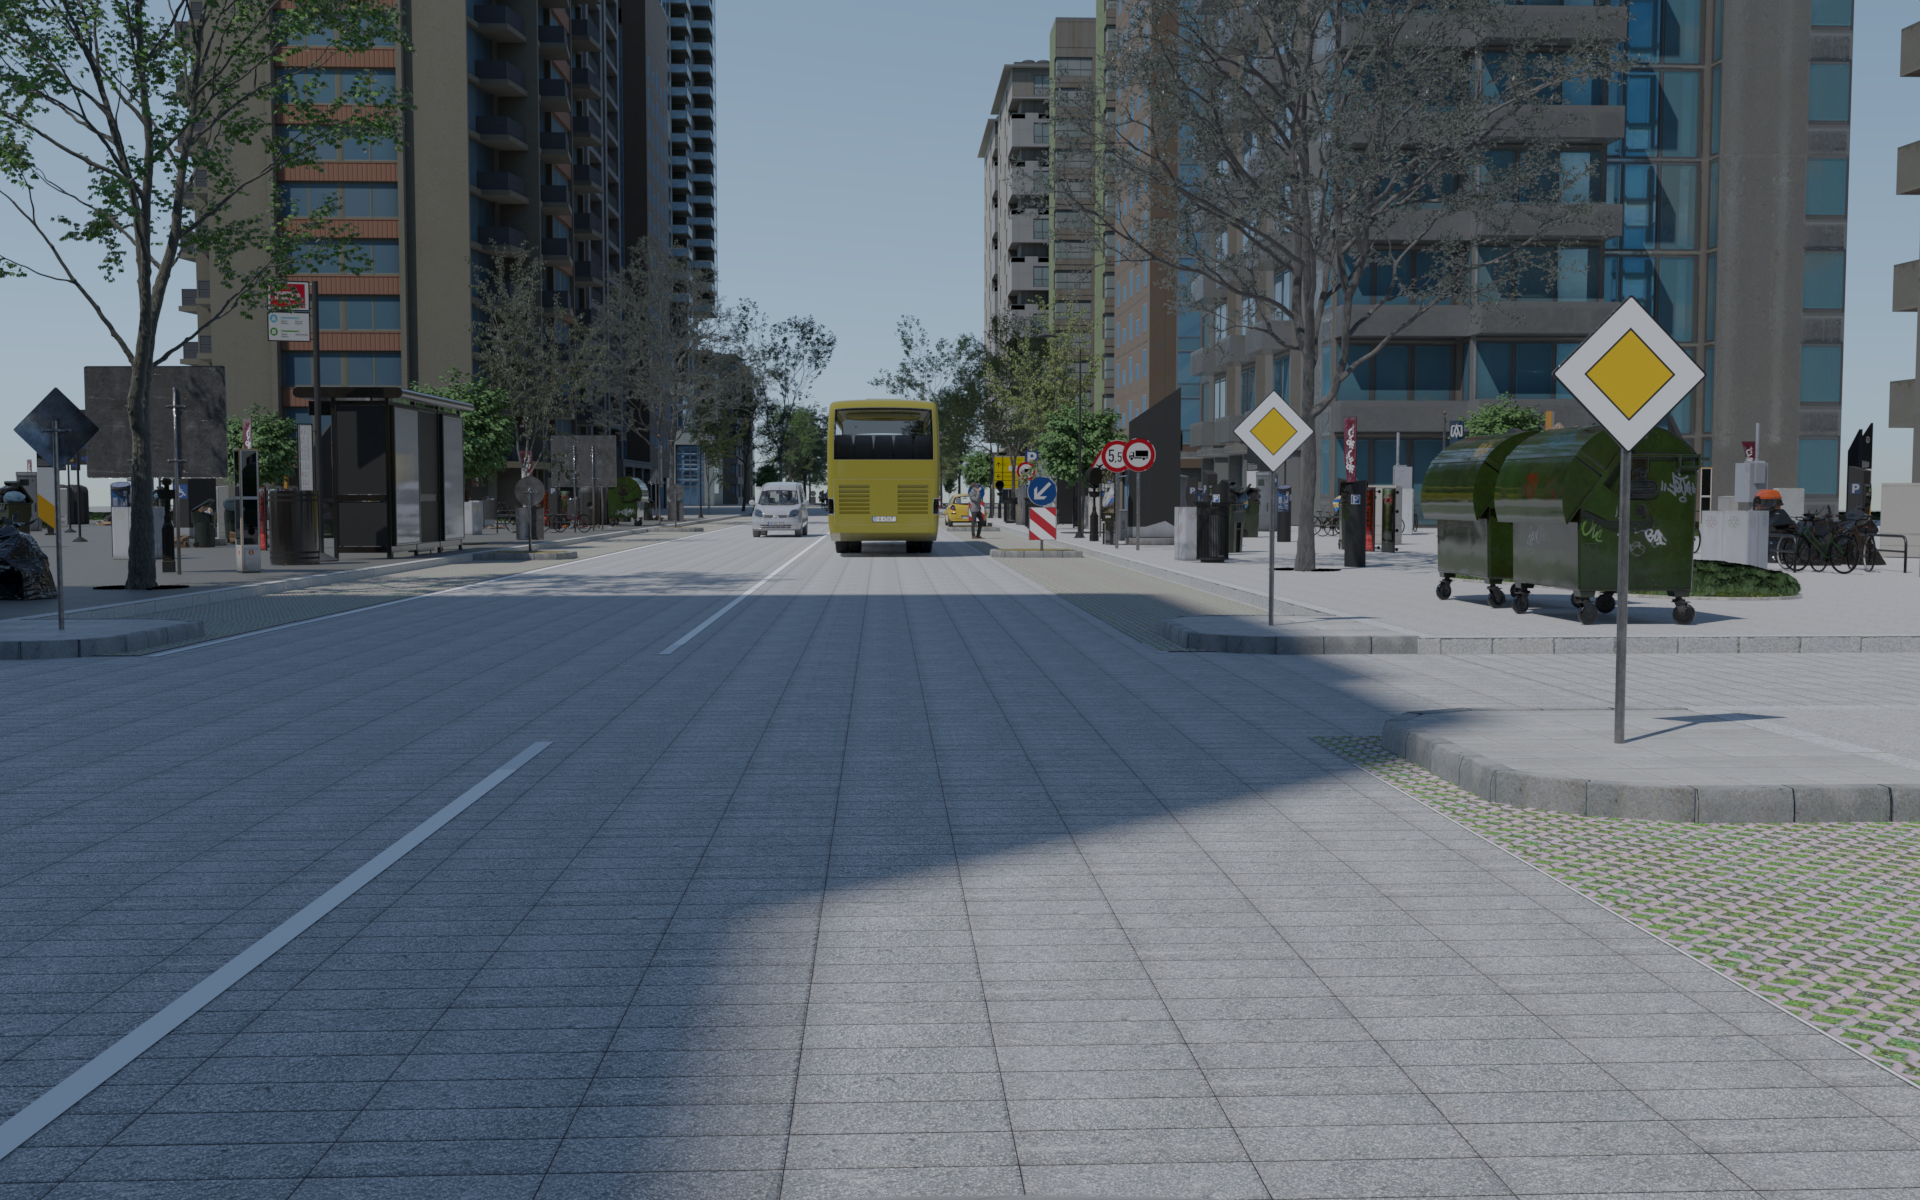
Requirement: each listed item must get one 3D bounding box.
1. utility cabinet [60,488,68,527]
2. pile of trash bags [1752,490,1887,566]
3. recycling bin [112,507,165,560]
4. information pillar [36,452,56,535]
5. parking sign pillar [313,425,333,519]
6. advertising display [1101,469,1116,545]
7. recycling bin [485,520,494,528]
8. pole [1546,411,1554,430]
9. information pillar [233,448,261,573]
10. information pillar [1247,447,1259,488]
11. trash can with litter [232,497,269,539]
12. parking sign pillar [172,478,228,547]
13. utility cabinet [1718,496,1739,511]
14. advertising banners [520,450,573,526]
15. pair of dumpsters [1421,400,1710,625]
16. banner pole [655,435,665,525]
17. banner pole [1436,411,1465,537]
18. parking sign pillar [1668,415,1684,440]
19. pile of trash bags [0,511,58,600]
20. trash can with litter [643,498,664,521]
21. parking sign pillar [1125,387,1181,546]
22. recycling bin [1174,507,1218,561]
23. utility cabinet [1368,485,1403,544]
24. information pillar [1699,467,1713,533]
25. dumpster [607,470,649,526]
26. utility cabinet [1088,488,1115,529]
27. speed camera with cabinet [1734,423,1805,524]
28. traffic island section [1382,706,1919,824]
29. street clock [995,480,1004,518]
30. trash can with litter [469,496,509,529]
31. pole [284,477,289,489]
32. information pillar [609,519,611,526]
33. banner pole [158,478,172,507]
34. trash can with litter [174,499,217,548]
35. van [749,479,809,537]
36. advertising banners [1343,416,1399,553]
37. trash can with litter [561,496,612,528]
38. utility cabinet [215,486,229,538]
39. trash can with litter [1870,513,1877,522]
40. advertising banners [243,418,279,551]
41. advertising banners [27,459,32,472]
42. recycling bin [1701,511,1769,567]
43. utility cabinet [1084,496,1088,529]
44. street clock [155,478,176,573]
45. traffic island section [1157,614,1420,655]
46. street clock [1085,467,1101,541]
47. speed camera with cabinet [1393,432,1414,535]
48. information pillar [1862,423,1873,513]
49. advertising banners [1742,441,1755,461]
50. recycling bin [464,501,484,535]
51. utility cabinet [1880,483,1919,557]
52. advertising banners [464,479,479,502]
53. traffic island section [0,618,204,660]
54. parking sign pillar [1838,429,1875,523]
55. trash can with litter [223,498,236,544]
[{"bbox_3d":[-35.326,-3.583,67.258,1.173,1.500,0.318,-1,4,-21],"label":"utility cabinet"},{"bbox_3d":[15.790,-1.395,32.561,1.912,1.369,3.447,0,4,0],"label":"pile of trash bags"},{"bbox_3d":[-16.137,-1.314,34.045,0.722,1.027,0.722,0,4,3],"label":"recycling bin"},{"bbox_3d":[-28.470,-3.829,53.953,0.504,3.616,0.183,-2,4,-29],"label":"information pillar"},{"bbox_3d":[-24.706,-4.786,66.718,1.447,3.967,1.447,1,4,9],"label":"parking sign pillar"},{"bbox_3d":[3.773,-2.351,43.647,0.123,1.923,0.974,-1,4,-15],"label":"advertising display"},{"bbox_3d":[-18.312,-3.280,66.182,0.722,1.027,0.722,3,4,38],"label":"recycling bin"},{"bbox_3d":[14.524,-2.989,42.721,0.158,3.312,0.155,0,3,0],"label":"pole"},{"bbox_3d":[-11.567,-1.444,28.104,0.304,2.012,0.304,-3,5,-40],"label":"information pillar"},{"bbox_3d":[10.524,-4.330,62.150,0.183,3.616,0.504,-3,5,-44],"label":"information pillar"},{"bbox_3d":[-20.330,-2.328,49.119,2.233,1.210,1.678,-1,4,-16],"label":"trash can with litter"},{"bbox_3d":[-18.984,-3.330,42.923,1.447,3.967,1.447,0,4,6],"label":"parking sign pillar"},{"bbox_3d":[24.748,-2.732,55.834,0.306,1.237,1.020,0,4,3],"label":"utility cabinet"},{"bbox_3d":[-16.611,-4.484,69.507,2.074,3.025,0.090,-1,4,-22],"label":"advertising banners"},{"bbox_3d":[6.477,-1.005,18.923,1.574,2.255,4.437,0,4,-2],"label":"pair of dumpsters"},{"bbox_3d":[-12.626,-5.078,73.036,0.401,3.779,0.863,0,4,2],"label":"banner pole"},{"bbox_3d":[14.753,-3.794,52.042,0.863,3.779,0.401,3,5,41],"label":"banner pole"},{"bbox_3d":[24.141,-4.302,58.814,1.447,3.967,1.447,0,4,5],"label":"parking sign pillar"},{"bbox_3d":[-12.343,-0.626,19.986,1.912,1.369,3.447,1,4,16],"label":"pile of trash bags"},{"bbox_3d":[-14.887,-4.425,83.738,1.055,1.170,0.624,-3,4,-37],"label":"trash can with litter"},{"bbox_3d":[4.902,-3.381,43.758,1.447,3.967,1.447,0,4,1],"label":"parking sign pillar"},{"bbox_3d":[4.600,-1.291,33.663,0.722,1.027,0.722,0,4,-8],"label":"recycling bin"},{"bbox_3d":[10.663,-2.163,44.049,0.318,1.500,1.173,-3,5,-43],"label":"utility cabinet"},{"bbox_3d":[20.663,-2.659,47.971,0.304,2.012,0.304,2,4,27],"label":"information pillar"},{"bbox_3d":[-13.350,-4.088,69.326,1.502,2.255,1.985,0,4,-2],"label":"dumpster"},{"bbox_3d":[5.095,-3.266,62.085,0.318,1.500,1.173,-2,4,-35],"label":"utility cabinet"},{"bbox_3d":[22.797,-3.328,48.742,2.038,3.252,0.660,-1,4,-21],"label":"speed camera with cabinet"},{"bbox_3d":[3.414,0.816,8.931,2.009,0.180,2.903,0,4,-3],"label":"traffic island section"},{"bbox_3d":[2.095,-5.311,91.405,0.471,2.002,0.358,0,4,6],"label":"street clock"},{"bbox_3d":[-17.708,-3.242,64.071,2.233,1.210,1.678,0,4,7],"label":"trash can with litter"},{"bbox_3d":[-32.080,-5.422,82.486,0.158,3.312,0.155,0,3,0],"label":"pole"},{"bbox_3d":[-14.247,-4.850,70.657,0.183,3.616,0.504,0,4,-8],"label":"information pillar"},{"bbox_3d":[-23.026,-3.674,50.089,0.863,3.779,0.401,2,4,35],"label":"banner pole"},{"bbox_3d":[-18.364,-1.841,41.481,1.055,1.170,0.624,-1,4,-9],"label":"trash can with litter"},{"bbox_3d":[-6.090,-3.168,58.800,2.013,2.044,4.112,0,4,-1],"label":"van"},{"bbox_3d":[9.094,-2.585,38.454,0.090,3.025,2.074,-1,4,-22],"label":"advertising banners"},{"bbox_3d":[-14.177,-3.291,64.870,2.233,1.210,1.678,1,4,16],"label":"trash can with litter"},{"bbox_3d":[-20.010,-2.336,46.877,0.318,1.500,1.173,-2,4,-29],"label":"utility cabinet"},{"bbox_3d":[40.472,-4.110,78.252,2.233,1.210,1.678,-1,4,-8],"label":"trash can with litter"},{"bbox_3d":[-15.861,-2.639,39.338,0.090,3.025,2.074,-3,5,-43],"label":"advertising banners"},{"bbox_3d":[-47.491,-5.604,87.818,2.074,3.025,0.090,3,4,39],"label":"advertising banners"},{"bbox_3d":[11.697,-0.832,26.157,0.722,1.027,0.722,-3,5,-39],"label":"recycling bin"},{"bbox_3d":[4.558,-3.208,63.617,0.306,1.237,1.020,0,4,4],"label":"utility cabinet"},{"bbox_3d":[-12.984,-1.456,28.371,0.358,2.002,0.471,-1,4,-19],"label":"street clock"},{"bbox_3d":[3.054,0.329,16.908,2.009,0.180,2.903,0,4,-3],"label":"traffic island section"},{"bbox_3d":[3.640,-2.591,46.937,0.471,2.002,0.358,-2,4,-30],"label":"street clock"},{"bbox_3d":[14.082,-3.706,54.934,0.660,3.252,2.038,1,4,13],"label":"speed camera with cabinet"},{"bbox_3d":[29.897,-4.022,57.111,0.183,3.616,0.504,0,4,-2],"label":"information pillar"},{"bbox_3d":[26.898,-3.760,57.666,2.074,3.025,0.090,-1,4,-12],"label":"advertising banners"},{"bbox_3d":[-15.532,-2.569,54.559,0.722,1.027,0.722,1,4,9],"label":"recycling bin"},{"bbox_3d":[19.105,-1.589,34.654,1.173,1.500,0.318,3,5,40],"label":"utility cabinet"},{"bbox_3d":[-17.562,-3.982,61.288,0.090,3.025,2.074,1,4,19],"label":"advertising banners"},{"bbox_3d":[-8.525,0.360,16.393,2.009,0.180,2.903,0,4,-3],"label":"traffic island section"},{"bbox_3d":[37.526,-5.134,72.420,1.447,3.967,1.447,1,4,9],"label":"parking sign pillar"},{"bbox_3d":[-18.735,-2.050,44.901,0.624,1.170,1.055,-2,4,-29],"label":"trash can with litter"}]
